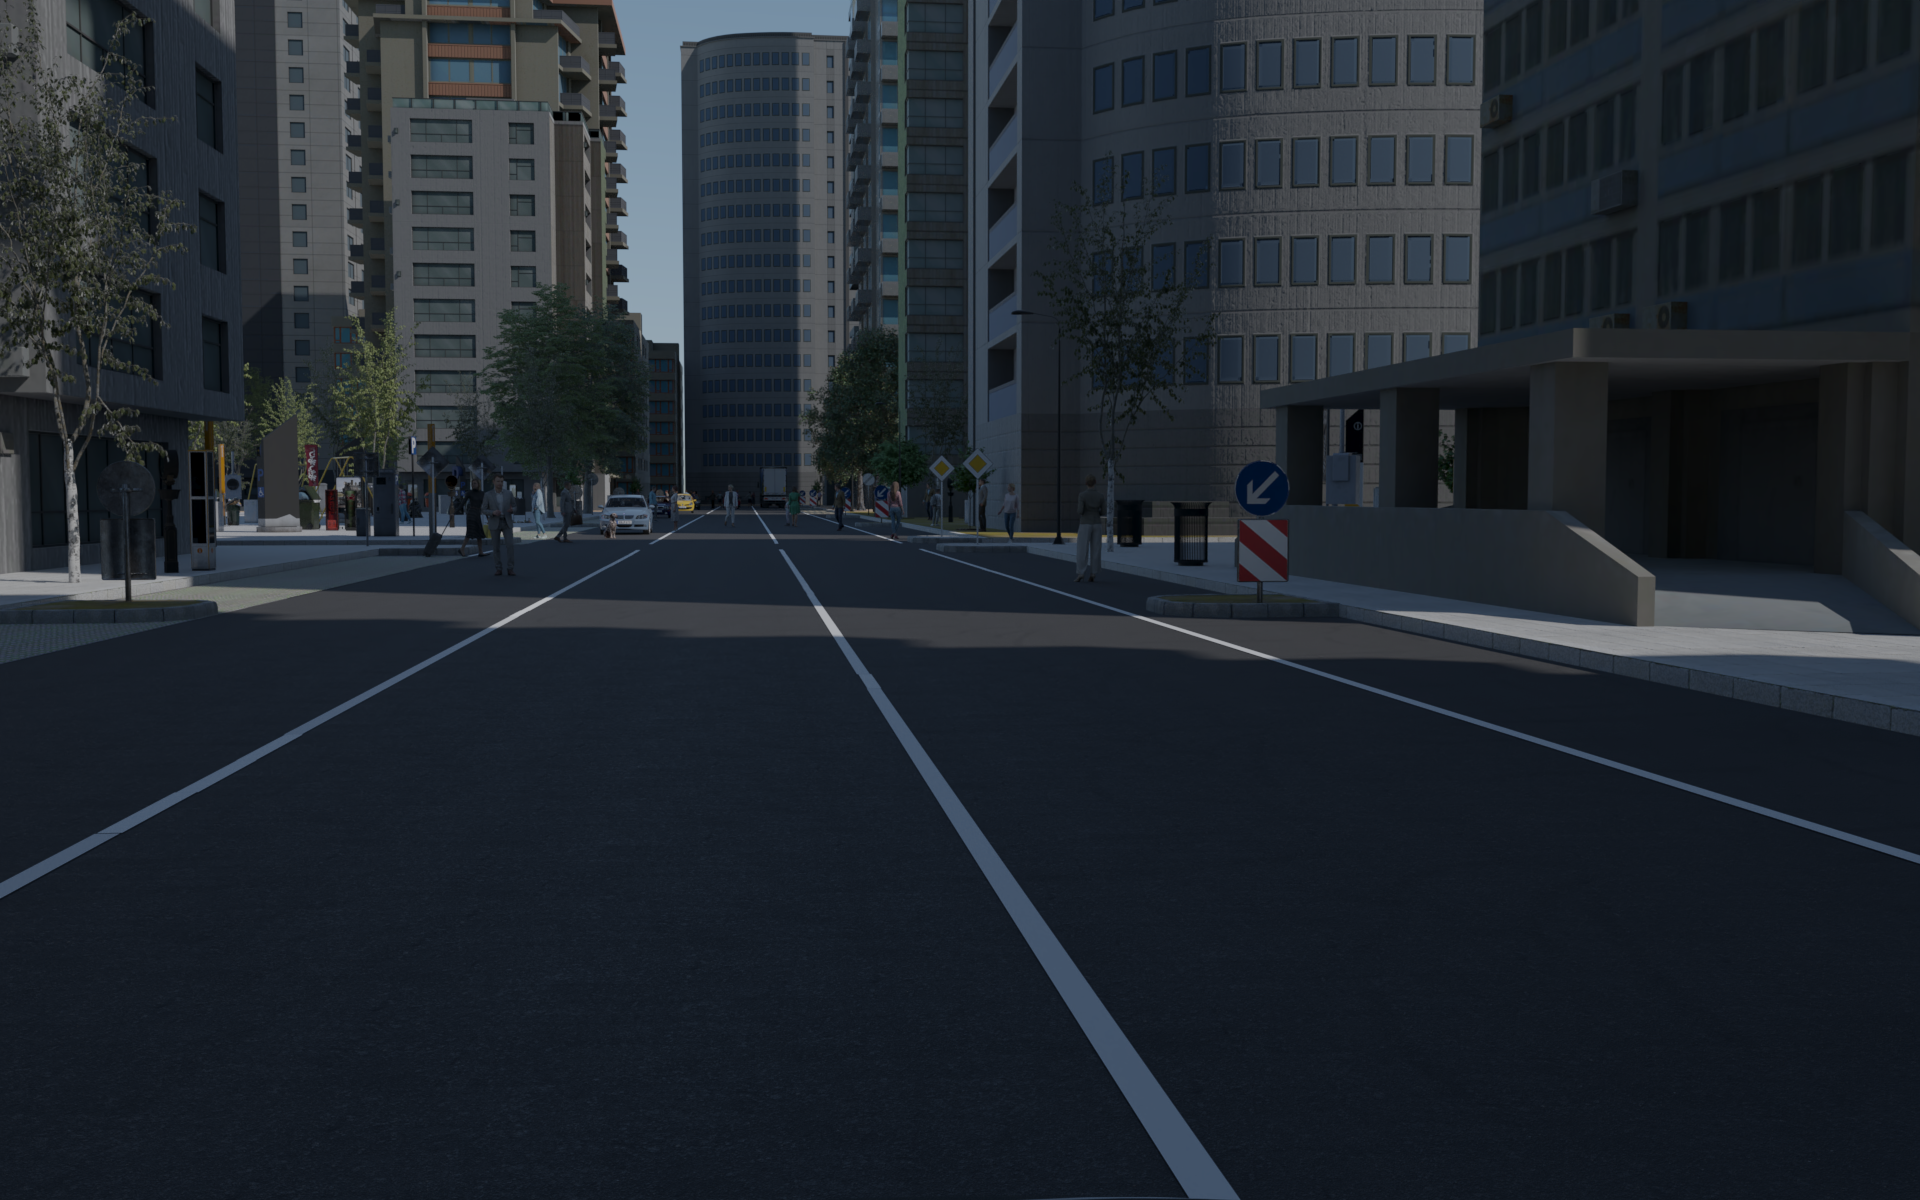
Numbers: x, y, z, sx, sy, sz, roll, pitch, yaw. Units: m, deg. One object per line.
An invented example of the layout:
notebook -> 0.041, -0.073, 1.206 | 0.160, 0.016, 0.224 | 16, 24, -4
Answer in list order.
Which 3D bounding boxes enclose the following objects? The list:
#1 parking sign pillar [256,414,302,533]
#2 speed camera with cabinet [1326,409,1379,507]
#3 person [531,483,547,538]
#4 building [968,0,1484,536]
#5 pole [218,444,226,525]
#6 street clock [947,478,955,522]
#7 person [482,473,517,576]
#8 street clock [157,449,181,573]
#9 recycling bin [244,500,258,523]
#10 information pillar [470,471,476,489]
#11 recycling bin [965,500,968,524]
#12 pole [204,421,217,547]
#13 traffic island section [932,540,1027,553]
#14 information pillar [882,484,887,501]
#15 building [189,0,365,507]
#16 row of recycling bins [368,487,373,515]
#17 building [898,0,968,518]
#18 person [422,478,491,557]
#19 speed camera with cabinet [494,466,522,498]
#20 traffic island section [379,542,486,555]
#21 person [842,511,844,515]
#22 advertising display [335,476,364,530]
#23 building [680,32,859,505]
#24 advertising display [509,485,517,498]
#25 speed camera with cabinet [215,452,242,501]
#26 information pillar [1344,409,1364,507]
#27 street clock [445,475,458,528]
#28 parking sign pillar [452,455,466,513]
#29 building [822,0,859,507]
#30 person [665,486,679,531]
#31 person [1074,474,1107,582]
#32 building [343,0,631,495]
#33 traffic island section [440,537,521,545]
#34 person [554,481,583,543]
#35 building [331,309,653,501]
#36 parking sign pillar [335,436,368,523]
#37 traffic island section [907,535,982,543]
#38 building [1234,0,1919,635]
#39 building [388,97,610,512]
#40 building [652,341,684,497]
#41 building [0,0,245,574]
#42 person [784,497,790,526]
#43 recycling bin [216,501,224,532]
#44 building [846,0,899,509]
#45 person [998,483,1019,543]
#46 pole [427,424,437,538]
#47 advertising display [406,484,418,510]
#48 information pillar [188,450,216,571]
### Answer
parking sign pillar -> -22.927, -4.265, 58.209 | 1.447, 3.967, 1.447 | 2, 4, 35
speed camera with cabinet -> 9.295, -2.725, 38.893 | 2.038, 3.252, 0.660 | 1, 4, 23
person -> -13.556, -2.873, 55.737 | 0.793, 1.790, 0.793 | 2, 4, 34
building -> 15.377, -31.825, 62.341 | 28.212, 58.520, 21.231 | 0, 4, -7
pole -> -30.246, -4.718, 70.990 | 0.158, 3.312, 0.155 | 0, 3, 0
street clock -> -0.419, -4.519, 78.461 | 0.358, 2.002, 0.471 | 1, 4, 13
person -> -8.077, -1.332, 30.477 | 0.606, 1.804, 0.583 | -2, 4, -26
street clock -> -12.838, -1.441, 28.139 | 0.358, 2.002, 0.471 | -3, 4, -36
recycling bin -> -31.464, -3.965, 77.382 | 0.722, 1.027, 0.722 | 1, 4, 18
information pillar -> -34.597, -8.058, 123.102 | 0.504, 3.616, 0.183 | 2, 4, 34
recycling bin -> 0.687, -3.799, 74.660 | 0.722, 1.027, 0.722 | 3, 4, 36
pole -> -18.083, -2.931, 41.762 | 0.158, 3.312, 0.155 | 0, 3, 0
traffic island section -> 0.488, -1.320, 43.867 | 2.009, 0.180, 2.903 | 0, 4, -7
information pillar -> -4.591, -6.144, 104.939 | 0.304, 2.012, 0.304 | 2, 4, 24
building -> -73.396, -45.544, 182.894 | 20.611, 71.187, 20.563 | 0, 4, -7
row of recycling bins -> -35.972, -5.982, 104.923 | 1.069, 1.692, 3.534 | 2, 4, 30
building -> 3.227, -25.538, 101.142 | 14.154, 41.232, 14.086 | 0, 4, -7
person -> -11.420, -1.877, 39.410 | 1.509, 1.804, 0.699 | -1, 4, -9
speed camera with cabinet -> -32.122, -7.876, 123.102 | 0.660, 3.252, 2.038 | 2, 4, 34
traffic island section -> -12.851, -1.219, 42.213 | 2.009, 0.180, 2.903 | 0, 4, -7
person -> -7.195, -5.716, 106.227 | 0.394, 1.301, 0.425 | -1, 4, -21
advertising display -> -22.007, -3.500, 62.445 | 0.974, 1.923, 0.123 | 0, 4, 2
building -> -20.868, -41.466, 219.964 | 28.212, 58.520, 21.231 | 0, 4, -7
advertising display -> -30.892, -7.010, 119.820 | 0.123, 1.923, 0.974 | -3, 5, -40
speed camera with cabinet -> -34.387, -5.250, 80.176 | 2.038, 3.252, 0.660 | -1, 4, -20
information pillar -> 10.398, -3.319, 45.620 | 0.504, 3.616, 0.183 | 2, 4, 24
street clock -> -19.381, -3.759, 66.033 | 0.471, 2.002, 0.358 | -1, 4, -20
parking sign pillar -> -34.812, -8.068, 120.386 | 1.447, 3.967, 1.447 | -3, 4, -39
building -> -3.062, -53.379, 185.425 | 22.319, 86.520, 31.000 | 0, 4, -7
person -> -11.134, -3.548, 67.081 | 0.524, 1.755, 0.480 | -1, 4, -20
person -> 2.122, -1.178, 28.312 | 0.519, 1.759, 0.362 | -1, 4, -14
building -> -40.534, -30.342, 150.719 | 22.147, 44.769, 28.867 | 0, 4, -7
traffic island section -> -13.840, -1.704, 50.137 | 2.009, 0.180, 2.903 | 0, 4, -7
person -> -11.614, -2.605, 51.215 | 0.853, 1.813, 0.709 | 0, 4, -4
building -> -48.388, -20.726, 183.913 | 28.899, 21.520, 27.650 | 0, 4, -7
parking sign pillar -> -26.991, -5.406, 76.860 | 1.447, 3.967, 1.447 | 0, 4, 4
traffic island section -> -0.501, -1.805, 51.791 | 2.009, 0.180, 2.903 | 0, 4, -7
building -> 21.671, -20.336, 24.371 | 32.217, 40.220, 23.993 | 0, 4, -7
building -> -34.186, -21.935, 130.331 | 14.160, 30.474, 14.107 | 0, 4, -7
building -> -50.348, -22.977, 220.714 | 28.899, 21.520, 27.650 | 0, 4, -7
building -> -22.061, -15.948, 32.449 | 14.107, 30.474, 14.160 | 0, 4, -7
person -> -7.750, -3.974, 77.755 | 0.394, 1.301, 0.425 | -3, 5, -41
recycling bin -> -25.486, -2.832, 58.857 | 0.722, 1.027, 0.722 | -1, 4, -8
building -> 1.343, -32.802, 155.925 | 23.786, 49.044, 30.456 | 0, 4, -7
person -> 1.431, -2.495, 49.965 | 0.731, 1.740, 0.598 | 1, 4, 21
pole -> -15.324, -3.451, 50.273 | 0.158, 3.312, 0.155 | 0, 3, 0
advertising display -> -35.397, -6.527, 111.929 | 0.123, 1.923, 0.974 | 1, 4, 21
information pillar -> -12.675, -1.497, 28.974 | 0.304, 2.012, 0.304 | 0, 4, -2
